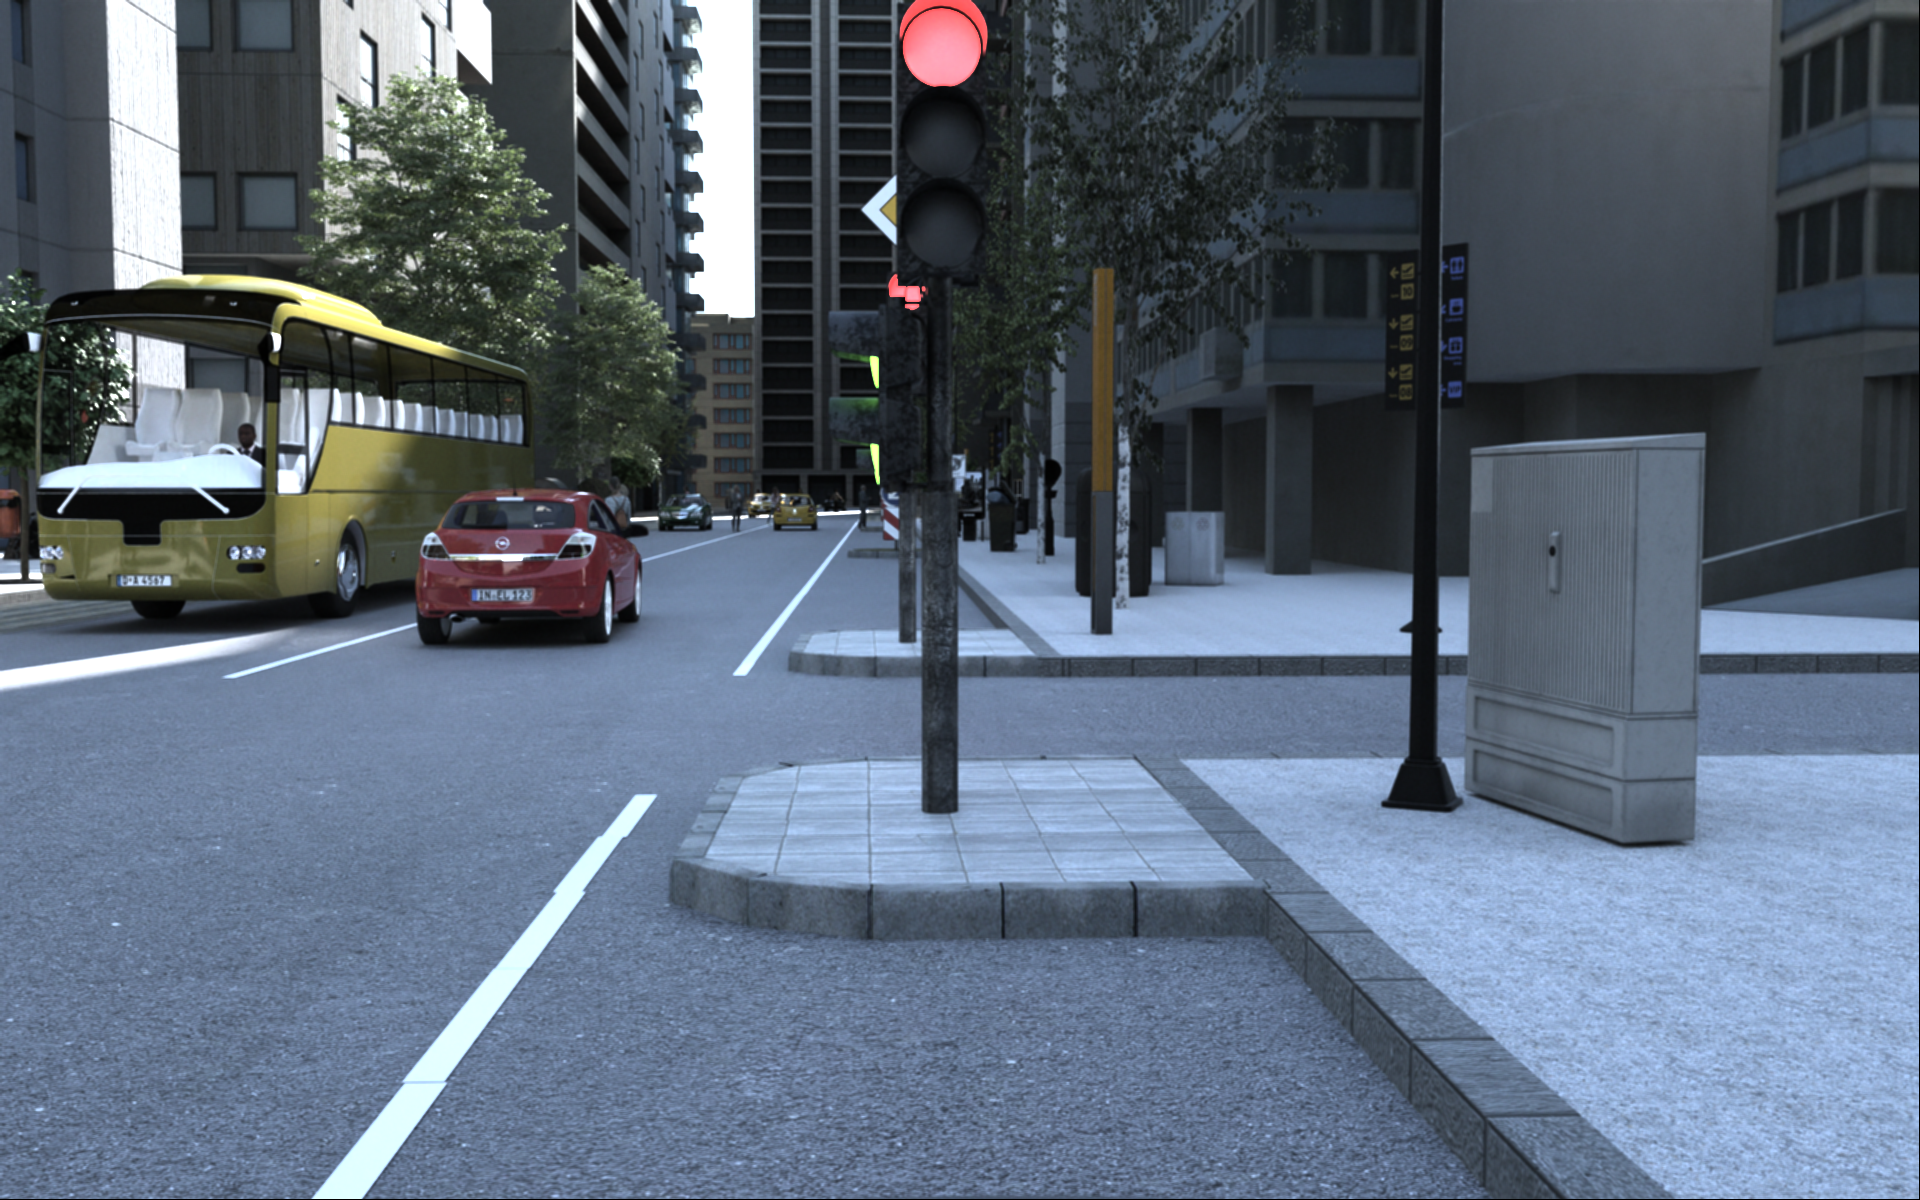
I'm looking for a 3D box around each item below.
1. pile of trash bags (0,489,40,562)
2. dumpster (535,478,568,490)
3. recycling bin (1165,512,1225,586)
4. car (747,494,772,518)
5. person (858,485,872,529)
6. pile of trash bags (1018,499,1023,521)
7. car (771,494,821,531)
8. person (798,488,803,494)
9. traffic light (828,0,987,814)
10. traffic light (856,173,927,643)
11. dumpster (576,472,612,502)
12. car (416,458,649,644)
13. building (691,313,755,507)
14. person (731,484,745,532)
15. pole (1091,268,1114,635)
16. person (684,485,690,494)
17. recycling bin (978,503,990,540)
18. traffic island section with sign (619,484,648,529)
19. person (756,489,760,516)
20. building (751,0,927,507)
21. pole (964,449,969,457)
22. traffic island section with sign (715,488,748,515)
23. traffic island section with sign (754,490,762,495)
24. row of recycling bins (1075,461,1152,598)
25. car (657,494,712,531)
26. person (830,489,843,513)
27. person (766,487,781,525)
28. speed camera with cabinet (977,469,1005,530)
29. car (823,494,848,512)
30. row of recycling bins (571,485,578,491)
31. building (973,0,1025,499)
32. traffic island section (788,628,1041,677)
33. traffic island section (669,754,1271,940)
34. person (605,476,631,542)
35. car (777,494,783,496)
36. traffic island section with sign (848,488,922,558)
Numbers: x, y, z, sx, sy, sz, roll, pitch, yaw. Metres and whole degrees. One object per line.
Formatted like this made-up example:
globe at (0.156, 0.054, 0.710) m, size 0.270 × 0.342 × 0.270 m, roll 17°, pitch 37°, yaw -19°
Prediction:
pile of trash bags at (-17.952, -1.491, 34.135) m, size 1.912 × 1.369 × 3.447 m, roll 0°, pitch 4°, yaw 1°
dumpster at (-15.214, -3.551, 63.811) m, size 1.264 × 1.857 × 1.865 m, roll 0°, pitch 4°, yaw -3°
recycling bin at (3.323, -0.731, 24.504) m, size 0.722 × 1.027 × 0.722 m, roll 1°, pitch 4°, yaw 19°
car at (-12.106, -5.916, 106.948) m, size 2.015 × 1.641 × 3.980 m, roll 0°, pitch 4°, yaw -2°
person at (-3.939, -3.865, 71.873) m, size 0.590 × 1.801 × 0.661 m, roll -1°, pitch 4°, yaw -10°
pile of trash bags at (3.228, -4.469, 82.826) m, size 1.912 × 1.369 × 3.447 m, roll -2°, pitch 4°, yaw -28°
car at (-6.583, -3.625, 69.488) m, size 2.015 × 1.641 × 3.980 m, roll 0°, pitch 4°, yaw -4°
person at (-10.297, -6.301, 111.527) m, size 1.348 × 1.822 × 0.705 m, roll 2°, pitch 4°, yaw 24°
traffic light at (-0.100, -1.100, 6.901) m, size 0.839 × 4.253 × 0.868 m, roll 0°, pitch 4°, yaw -3°
traffic light at (-0.472, -1.588, 14.878) m, size 0.839 × 4.253 × 0.868 m, roll 0°, pitch 4°, yaw -3°
dumpster at (-15.877, -4.466, 75.507) m, size 1.502 × 2.255 × 1.985 m, roll 0°, pitch 4°, yaw -3°
car at (-4.384, -0.552, 18.067) m, size 2.155 × 1.783 × 4.494 m, roll 0°, pitch 4°, yaw -5°
building at (-36.122, -21.037, 188.995) m, size 28.899 × 21.520 × 27.650 m, roll 0°, pitch 4°, yaw -3°
person at (-8.395, -3.484, 65.643) m, size 0.537 × 1.800 × 0.526 m, roll -1°, pitch 4°, yaw -18°
pole at (1.297, -1.342, 15.783) m, size 0.158 × 3.312 × 0.155 m, roll 0°, pitch 3°, yaw 0°
person at (-12.248, -4.205, 77.256) m, size 0.388 × 1.821 × 0.555 m, roll -3°, pitch 4°, yaw -36°
recycling bin at (0.994, -2.233, 49.070) m, size 0.722 × 1.027 × 0.722 m, roll -3°, pitch 4°, yaw -37°
traffic island section with sign at (-13.059, -3.542, 66.540) m, size 1.989 × 1.847 × 2.006 m, roll 0°, pitch 4°, yaw -3°
person at (-13.023, -6.223, 111.042) m, size 0.721 × 1.735 × 1.217 m, roll 2°, pitch 4°, yaw 29°
building at (-11.226, -45.674, 185.018) m, size 20.611 × 71.187 × 20.563 m, roll 0°, pitch 4°, yaw -3°
pole at (0.294, -5.155, 78.131) m, size 0.158 × 3.312 × 0.155 m, roll 0°, pitch 3°, yaw 0°
traffic island section with sign at (-15.373, -6.578, 116.174) m, size 1.989 × 1.847 × 2.006 m, roll 0°, pitch 4°, yaw -3°
traffic island section with sign at (-16.620, -8.225, 143.100) m, size 1.989 × 1.847 × 2.006 m, roll 0°, pitch 4°, yaw -3°
row of recycling bins at (2.062, -0.980, 23.130) m, size 1.069 × 1.692 × 3.534 m, roll 0°, pitch 4°, yaw 7°
car at (-10.902, -3.494, 68.922) m, size 2.131 × 1.459 × 4.920 m, roll 0°, pitch 4°, yaw -3°
person at (-9.417, -7.532, 131.662) m, size 1.348 × 1.823 × 0.705 m, roll 3°, pitch 5°, yaw 41°
person at (-8.517, -4.280, 79.068) m, size 0.643 × 1.750 × 0.593 m, roll 1°, pitch 4°, yaw 21°
speed camera with cabinet at (1.071, -4.166, 62.447) m, size 0.660 × 3.252 × 2.038 m, roll 1°, pitch 4°, yaw 18°
car at (-10.262, -8.119, 142.524) m, size 2.009 × 1.686 × 4.222 m, roll 0°, pitch 4°, yaw -2°
row of recycling bins at (-17.358, -4.514, 80.918) m, size 3.534 × 1.692 × 1.069 m, roll -1°, pitch 4°, yaw -23°
building at (12.140, -27.541, 104.917) m, size 22.147 × 44.769 × 28.867 m, roll 0°, pitch 4°, yaw -3°
traffic island section at (-0.431, 0.446, 14.994) m, size 2.009 × 0.180 × 2.903 m, roll 0°, pitch 4°, yaw -3°
traffic island section at (-0.059, 0.934, 7.017) m, size 2.009 × 0.180 × 2.903 m, roll 0°, pitch 4°, yaw -3°
person at (-5.178, -1.013, 26.064) m, size 0.512 × 1.701 × 0.522 m, roll -3°, pitch 5°, yaw -40°
car at (-12.424, -6.659, 119.105) m, size 2.015 × 1.641 × 3.980 m, roll 0°, pitch 4°, yaw -3°
traffic island section with sign at (-1.566, -1.892, 39.566) m, size 1.989 × 1.847 × 2.006 m, roll 0°, pitch 4°, yaw -3°
